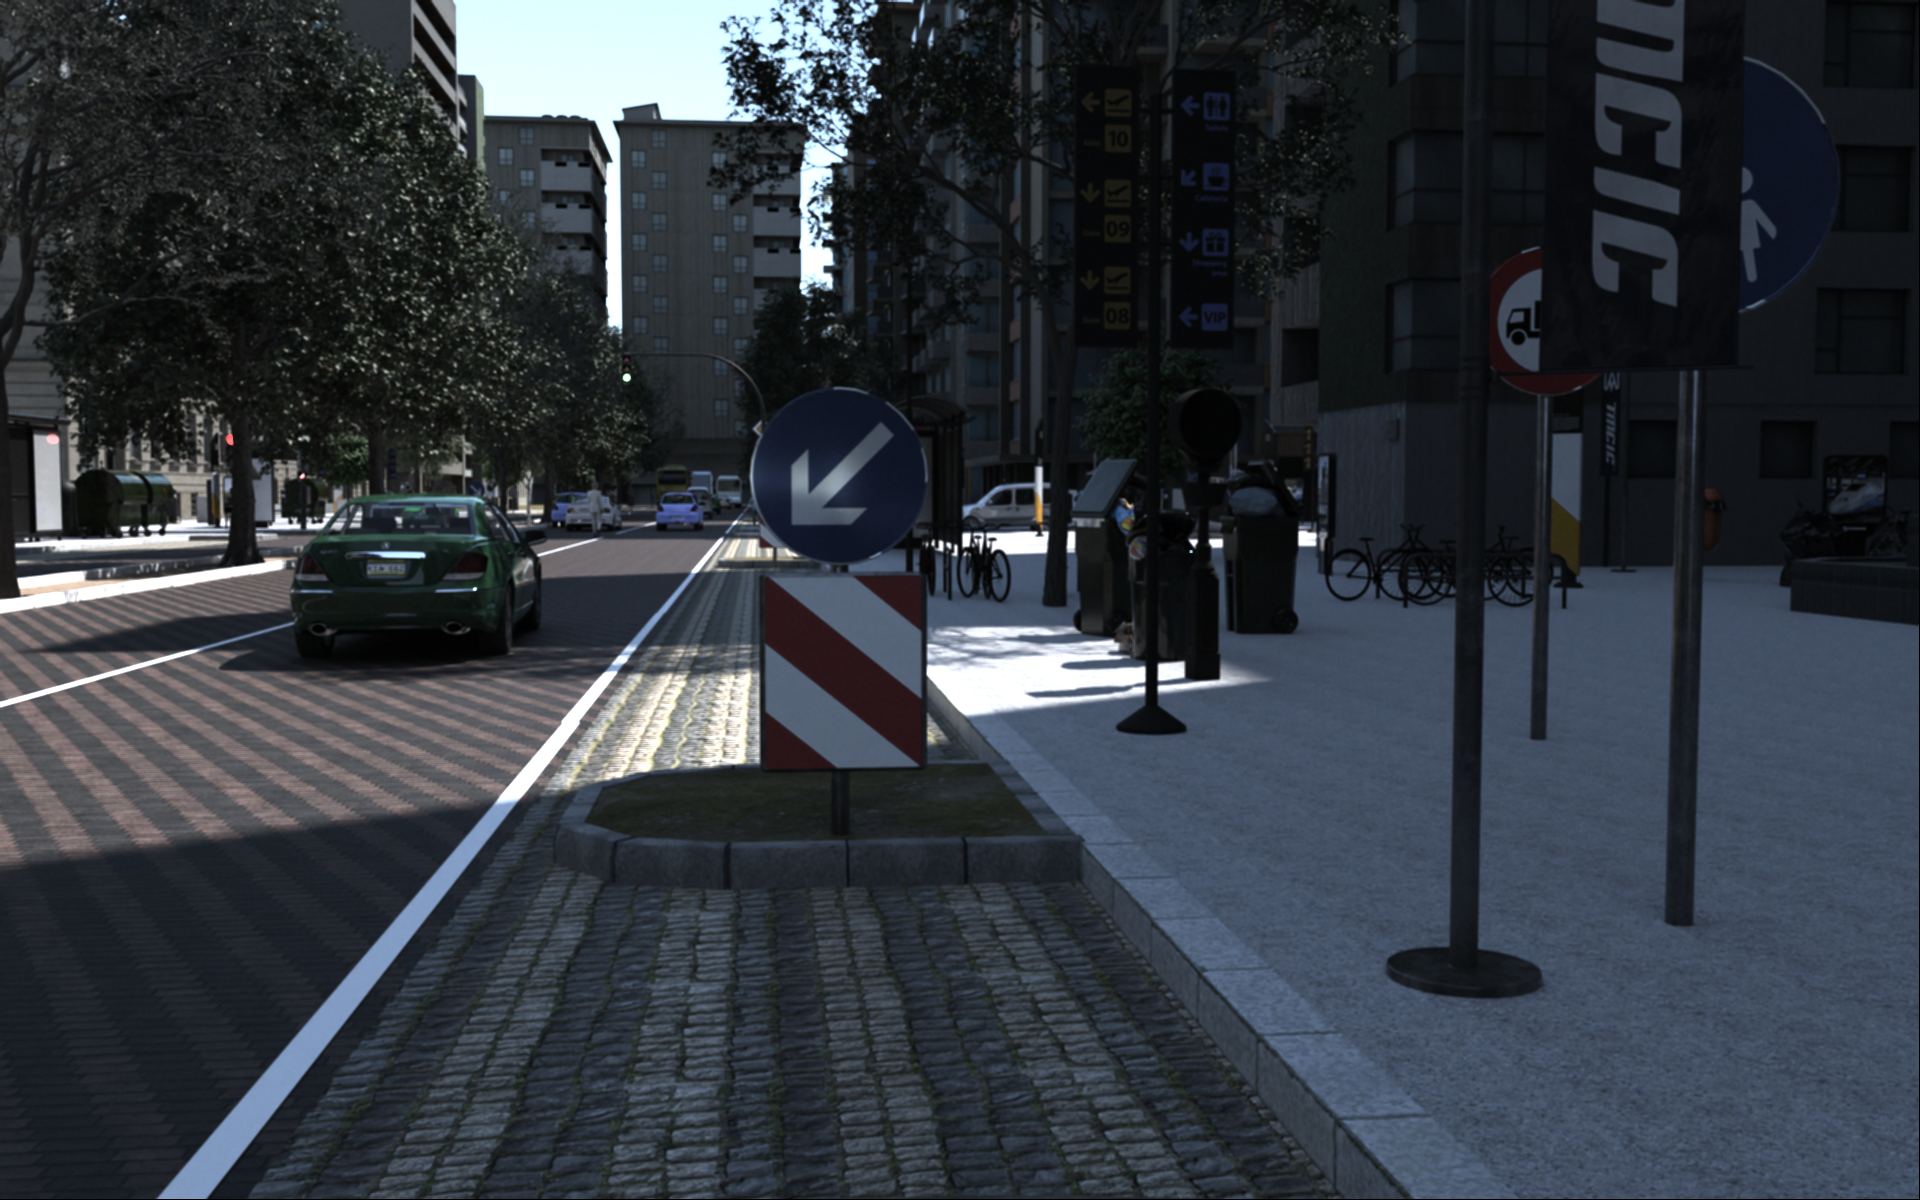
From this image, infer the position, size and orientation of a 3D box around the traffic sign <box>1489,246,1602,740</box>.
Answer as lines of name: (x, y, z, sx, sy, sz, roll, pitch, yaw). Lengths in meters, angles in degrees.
traffic sign: (3.029, -0.544, 8.993, 0.768, 2.556, 0.104, 0, 3, 0)

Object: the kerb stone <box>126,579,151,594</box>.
kerb stone: (-12.036, -0.183, 25.187, 0.120, 0.150, 1.000, 0, 4, -7)

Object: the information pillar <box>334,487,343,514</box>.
information pillar: (-33.110, -6.166, 92.161, 0.183, 3.616, 0.504, 3, 5, 40)

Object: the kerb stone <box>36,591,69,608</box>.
kerb stone: (-11.681, 0.009, 22.133, 0.120, 0.150, 1.000, 0, 4, -7)

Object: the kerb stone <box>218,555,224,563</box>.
kerb stone: (-15.418, -0.845, 36.077, 0.120, 0.150, 1.000, 0, 4, -7)

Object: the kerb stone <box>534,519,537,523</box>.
kerb stone: (-21.164, -3.870, 85.554, 0.120, 0.150, 1.000, 0, 4, -7)

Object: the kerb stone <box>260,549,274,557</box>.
kerb stone: (-15.771, -1.036, 39.134, 0.120, 0.150, 1.000, 0, 4, -7)

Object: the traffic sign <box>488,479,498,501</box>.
traffic sign: (-32.596, -7.333, 121.075, 0.795, 2.450, 0.064, 0, 4, 1)

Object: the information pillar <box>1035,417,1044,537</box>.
information pillar: (2.380, -3.720, 52.177, 0.183, 3.616, 0.504, 1, 4, 21)

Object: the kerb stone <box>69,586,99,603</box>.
kerb stone: (-11.798, -0.058, 23.148, 0.120, 0.150, 1.000, 0, 4, -7)

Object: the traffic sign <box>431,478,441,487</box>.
traffic sign: (-32.800, -6.507, 108.511, 0.606, 2.300, 0.079, 0, 4, -3)

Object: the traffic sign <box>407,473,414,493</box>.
traffic sign: (-32.853, -6.367, 104.201, 0.768, 2.556, 0.104, 0, 4, -4)

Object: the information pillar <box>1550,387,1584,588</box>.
information pillar: (8.283, -1.978, 23.702, 0.504, 3.616, 0.183, 3, 4, 37)

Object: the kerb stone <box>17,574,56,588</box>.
kerb stone: (-14.350, -0.284, 26.908, 0.120, 0.150, 1.000, 0, 4, -7)

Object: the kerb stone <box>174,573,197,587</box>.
kerb stone: (-12.268, -0.308, 27.226, 0.120, 0.150, 1.000, 0, 4, -7)

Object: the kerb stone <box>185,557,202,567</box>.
kerb stone: (-15.175, -0.724, 34.036, 0.120, 0.150, 1.000, 0, 4, -7)

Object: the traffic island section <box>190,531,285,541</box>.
traffic island section: (-22.795, -1.976, 54.589, 2.009, 0.180, 2.903, 0, 4, -7)

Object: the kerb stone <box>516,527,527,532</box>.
kerb stone: (-16.828, -2.705, 66.430, 0.120, 0.150, 1.000, 0, 4, -7)

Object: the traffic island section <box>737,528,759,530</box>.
traffic island section: (-7.284, -2.577, 64.418, 2.009, 0.180, 2.903, 0, 4, -7)

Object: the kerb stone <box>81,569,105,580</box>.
kerb stone: (-14.587, -0.412, 28.938, 0.120, 0.150, 1.000, 0, 4, -7)

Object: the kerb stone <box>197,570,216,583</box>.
kerb stone: (-12.393, -0.370, 28.246, 0.120, 0.150, 1.000, 0, 4, -7)

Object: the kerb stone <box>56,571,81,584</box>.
kerb stone: (-14.476, -0.350, 27.922, 0.120, 0.150, 1.000, 0, 4, -7)

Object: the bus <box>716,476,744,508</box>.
bus: (-24.359, -11.511, 183.063, 2.948, 3.499, 13.247, 0, 4, -7)

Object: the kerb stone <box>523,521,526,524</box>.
kerb stone: (-20.687, -3.627, 81.492, 0.120, 0.150, 1.000, 0, 4, -7)

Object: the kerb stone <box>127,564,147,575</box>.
kerb stone: (-14.820, -0.535, 30.977, 0.120, 0.150, 1.000, 0, 4, -7)

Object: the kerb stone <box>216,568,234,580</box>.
kerb stone: (-12.516, -0.432, 29.262, 0.120, 0.150, 1.000, 0, 4, -7)

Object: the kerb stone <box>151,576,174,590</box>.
kerb stone: (-12.163, -0.244, 26.210, 0.120, 0.150, 1.000, 0, 4, -7)

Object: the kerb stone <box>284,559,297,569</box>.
kerb stone: (-12.985, -0.682, 33.340, 0.120, 0.150, 1.000, 0, 4, -7)

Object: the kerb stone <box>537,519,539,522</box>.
kerb stone: (-21.281, -3.934, 86.569, 0.120, 0.150, 1.000, 0, 4, -7)

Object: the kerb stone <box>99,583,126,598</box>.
kerb stone: (-11.918, -0.120, 24.163, 0.120, 0.150, 1.000, 0, 4, -7)

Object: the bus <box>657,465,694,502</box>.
bus: (-24.298, -9.541, 147.548, 2.896, 3.916, 12.252, 0, 4, -7)

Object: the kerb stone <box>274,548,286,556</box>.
kerb stone: (-15.890, -1.095, 40.149, 0.120, 0.150, 1.000, 0, 4, -7)

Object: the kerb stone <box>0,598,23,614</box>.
kerb stone: (-11.567, 0.072, 21.110, 0.120, 0.150, 1.000, 0, 4, -7)

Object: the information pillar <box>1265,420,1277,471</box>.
information pillar: (9.791, -3.872, 54.668, 0.183, 3.616, 0.504, -2, 4, -31)

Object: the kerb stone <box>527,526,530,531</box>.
kerb stone: (-16.953, -2.768, 67.445, 0.120, 0.150, 1.000, 0, 4, -7)

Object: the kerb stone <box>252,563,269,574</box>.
kerb stone: (-12.744, -0.557, 31.310, 0.120, 0.150, 1.000, 0, 4, -7)

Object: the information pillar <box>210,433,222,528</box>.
information pillar: (-28.284, -4.553, 65.804, 0.183, 3.616, 0.504, 0, 4, 4)

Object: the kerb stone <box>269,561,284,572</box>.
kerb stone: (-12.867, -0.620, 32.324, 0.120, 0.150, 1.000, 0, 4, -7)

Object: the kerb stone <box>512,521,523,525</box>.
kerb stone: (-20.570, -3.562, 80.472, 0.120, 0.150, 1.000, 0, 4, -7)

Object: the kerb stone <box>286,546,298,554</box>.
kerb stone: (-16.005, -1.161, 41.172, 0.120, 0.150, 1.000, 0, 4, -7)

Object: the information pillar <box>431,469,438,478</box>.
information pillar: (-39.557, -8.511, 130.503, 0.504, 3.616, 0.183, -1, 4, -21)

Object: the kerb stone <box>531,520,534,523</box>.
kerb stone: (-21.056, -3.813, 84.537, 0.120, 0.150, 1.000, 0, 4, -7)

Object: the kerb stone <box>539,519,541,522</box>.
kerb stone: (-21.399, -3.998, 87.584, 0.120, 0.150, 1.000, 0, 4, -7)

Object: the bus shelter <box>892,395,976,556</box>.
bus shelter: (-0.982, -2.703, 38.114, 2.014, 3.302, 5.546, 0, 4, -6)

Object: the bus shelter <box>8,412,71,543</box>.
bus shelter: (-25.068, -4.013, 43.245, 2.179, 5.291, 8.768, 0, 4, -6)

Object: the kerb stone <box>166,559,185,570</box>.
kerb stone: (-15.056, -0.656, 33.013, 0.120, 0.150, 1.000, 0, 4, -7)

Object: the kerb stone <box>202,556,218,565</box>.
kerb stone: (-15.294, -0.786, 35.051, 0.120, 0.150, 1.000, 0, 4, -7)

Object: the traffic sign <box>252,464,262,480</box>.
traffic sign: (-26.543, -3.957, 64.706, 0.884, 2.594, 0.081, 0, 4, -6)

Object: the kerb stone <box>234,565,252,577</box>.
kerb stone: (-12.631, -0.495, 30.286, 0.120, 0.150, 1.000, 0, 4, -7)

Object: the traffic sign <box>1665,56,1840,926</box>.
traffic sign: (2.151, -0.305, 5.101, 0.768, 2.556, 0.104, 0, 4, 2)

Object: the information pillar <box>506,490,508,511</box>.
information pillar: (-34.741, -7.819, 132.336, 0.304, 2.012, 0.304, -1, 4, -19)

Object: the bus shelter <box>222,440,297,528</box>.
bus shelter: (-26.972, -4.518, 67.787, 2.014, 3.302, 5.546, 0, 4, -6)

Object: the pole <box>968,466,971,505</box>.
pole: (0.577, -7.017, 108.567, 0.158, 3.312, 0.155, 0, 3, 0)

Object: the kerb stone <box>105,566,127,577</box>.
kerb stone: (-14.705, -0.472, 29.954, 0.120, 0.150, 1.000, 0, 4, -7)

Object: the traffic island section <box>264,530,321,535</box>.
traffic island section: (-23.716, -2.461, 62.521, 2.009, 0.180, 2.903, 0, 4, -7)

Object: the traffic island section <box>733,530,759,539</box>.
traffic island section: (-6.363, -2.092, 56.486, 2.009, 0.180, 2.903, 0, 4, -7)

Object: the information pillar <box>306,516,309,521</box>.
information pillar: (-30.902, -5.509, 81.420, 0.183, 3.616, 0.504, 1, 4, 17)

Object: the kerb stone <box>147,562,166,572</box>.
kerb stone: (-14.945, -0.594, 31.992, 0.120, 0.150, 1.000, 0, 4, -7)

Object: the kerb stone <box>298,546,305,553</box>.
kerb stone: (-16.132, -1.223, 42.196, 0.120, 0.150, 1.000, 0, 4, -7)
